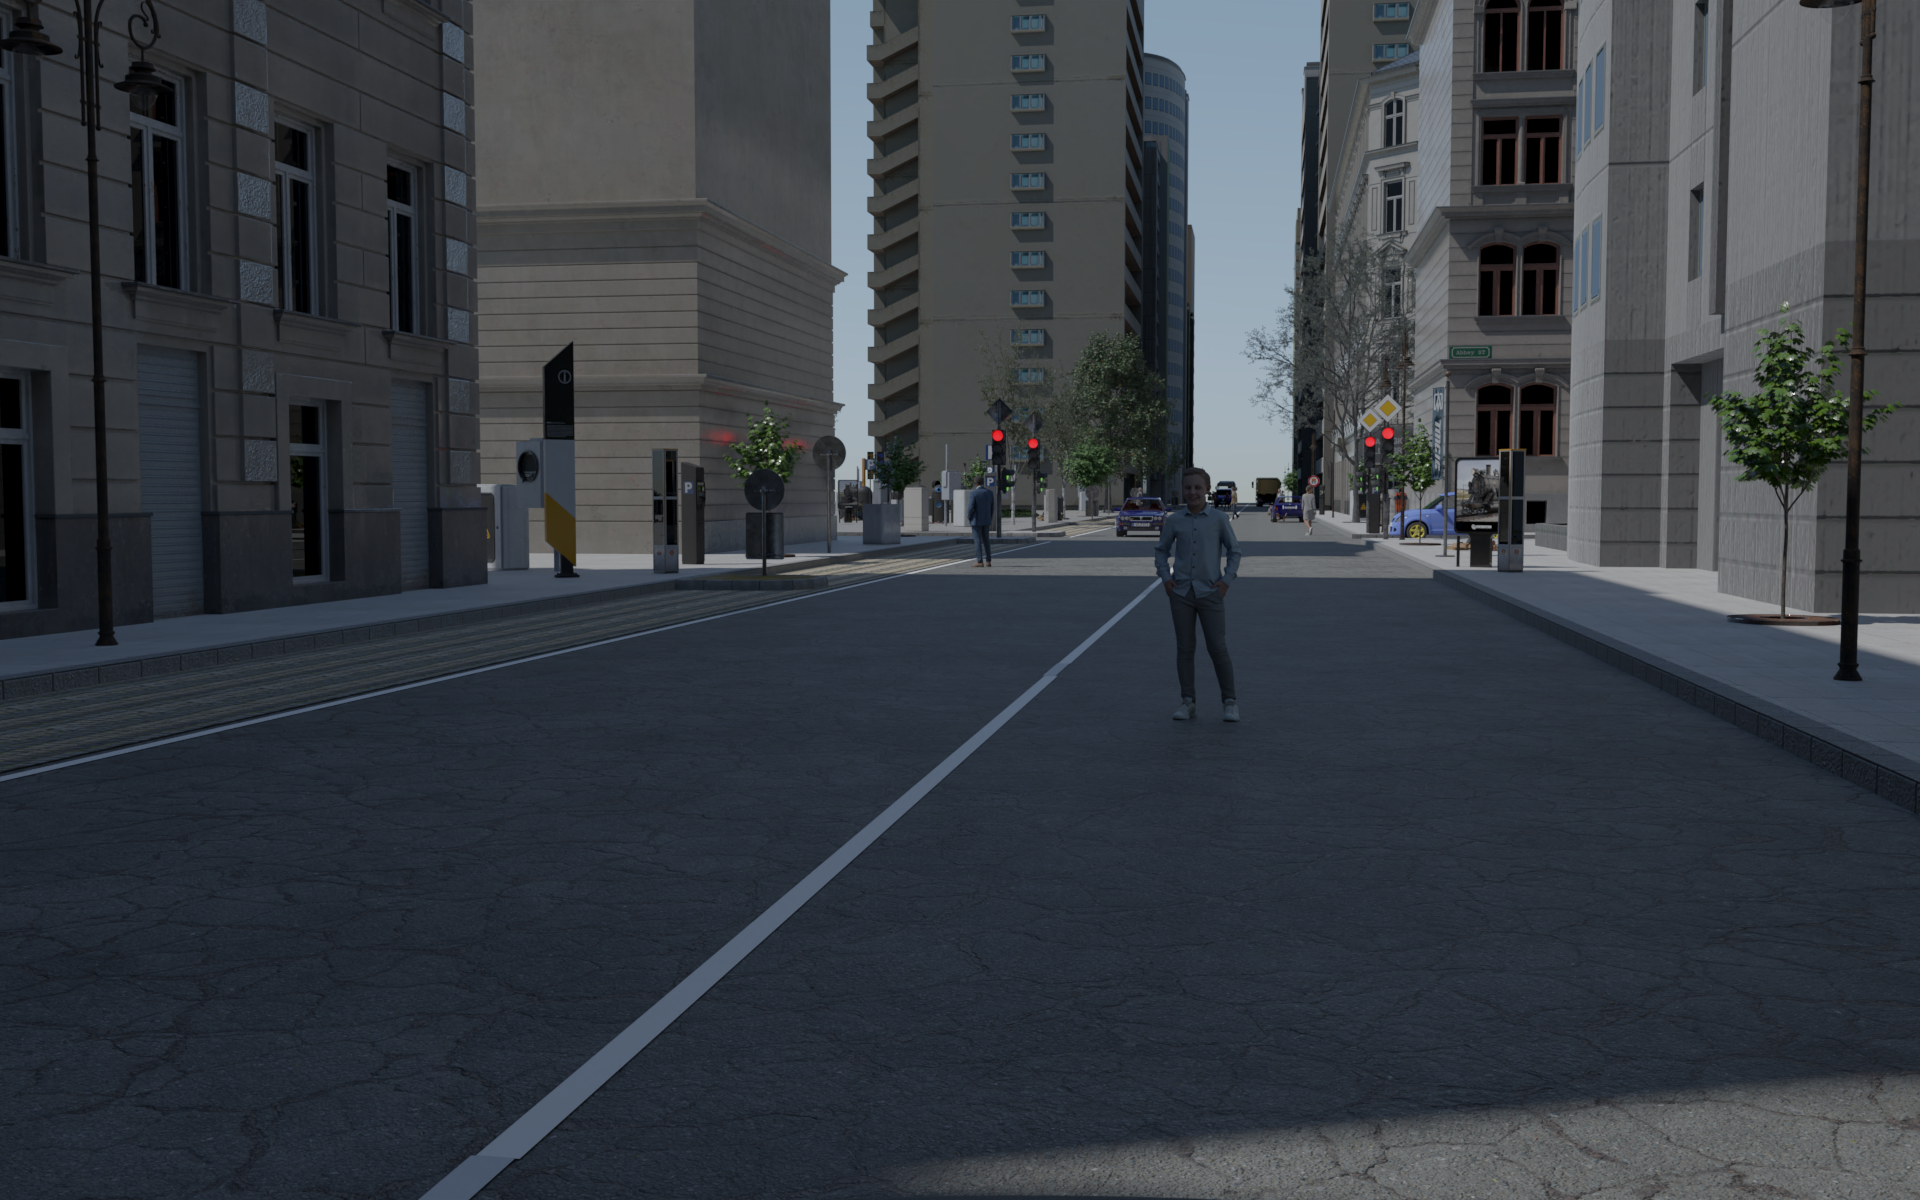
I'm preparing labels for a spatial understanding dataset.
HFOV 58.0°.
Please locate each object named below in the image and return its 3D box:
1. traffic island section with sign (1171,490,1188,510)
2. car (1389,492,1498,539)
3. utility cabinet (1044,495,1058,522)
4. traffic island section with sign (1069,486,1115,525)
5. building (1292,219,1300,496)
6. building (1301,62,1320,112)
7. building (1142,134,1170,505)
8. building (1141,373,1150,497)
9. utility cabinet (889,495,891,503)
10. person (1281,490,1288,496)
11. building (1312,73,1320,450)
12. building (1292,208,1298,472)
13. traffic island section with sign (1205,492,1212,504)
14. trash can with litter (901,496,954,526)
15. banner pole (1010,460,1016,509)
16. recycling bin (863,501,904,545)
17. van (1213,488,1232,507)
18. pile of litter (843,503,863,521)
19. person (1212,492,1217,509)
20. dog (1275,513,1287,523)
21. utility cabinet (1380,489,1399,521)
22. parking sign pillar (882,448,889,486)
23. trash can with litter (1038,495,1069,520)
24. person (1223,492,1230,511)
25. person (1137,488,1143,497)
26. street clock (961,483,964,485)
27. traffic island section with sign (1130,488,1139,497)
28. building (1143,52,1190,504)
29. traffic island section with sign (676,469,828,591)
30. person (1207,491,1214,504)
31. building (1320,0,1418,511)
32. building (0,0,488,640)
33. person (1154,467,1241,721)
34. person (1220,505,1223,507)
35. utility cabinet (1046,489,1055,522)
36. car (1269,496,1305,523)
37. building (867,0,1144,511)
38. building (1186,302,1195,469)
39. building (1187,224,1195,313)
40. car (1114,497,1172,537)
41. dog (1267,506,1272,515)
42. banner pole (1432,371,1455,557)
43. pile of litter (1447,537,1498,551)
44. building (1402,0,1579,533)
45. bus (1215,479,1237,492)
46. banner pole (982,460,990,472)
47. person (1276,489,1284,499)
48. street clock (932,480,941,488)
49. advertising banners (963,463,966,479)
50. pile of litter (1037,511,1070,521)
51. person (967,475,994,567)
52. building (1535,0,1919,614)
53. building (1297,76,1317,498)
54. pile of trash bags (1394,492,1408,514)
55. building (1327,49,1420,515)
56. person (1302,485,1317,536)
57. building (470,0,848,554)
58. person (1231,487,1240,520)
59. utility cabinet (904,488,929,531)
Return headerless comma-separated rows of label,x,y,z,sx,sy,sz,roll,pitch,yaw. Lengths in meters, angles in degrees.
traffic island section with sign,19.579,-9.088,157.219,1.989,1.847,2.006,1,4,10
car,14.967,-2.637,52.709,3.694,1.707,1.945,1,4,9
utility cabinet,4.193,-4.198,79.798,0.306,1.237,1.020,-1,4,-19
traffic island section with sign,6.113,-4.340,79.589,1.989,1.847,2.006,1,4,10
building,56.878,-35.137,258.090,14.154,41.232,14.086,1,4,10
building,57.037,-42.453,236.112,21.231,58.520,28.212,1,4,10
building,15.828,-31.152,192.937,14.154,41.232,14.086,1,4,10
building,8.020,-52.440,170.068,22.319,86.520,31.000,1,4,10
utility cabinet,-5.187,-6.439,116.433,1.020,1.237,0.306,-1,4,-9
person,29.259,-9.015,156.431,0.750,1.759,0.617,-1,4,-12
building,45.249,-31.231,165.253,22.147,44.769,28.867,1,4,10
building,63.917,-39.818,274.725,21.300,48.544,21.600,1,4,10
traffic island section with sign,38.284,-15.690,265.152,1.989,1.847,2.006,1,4,10
trash can with litter,-1.140,-3.891,74.667,1.678,1.210,2.233,-3,5,-40
banner pole,3.846,-8.310,125.885,0.401,3.779,0.863,-2,4,-31
recycling bin,-2.005,-1.944,44.346,0.722,1.027,0.722,3,5,40
van,28.855,-11.293,189.030,2.240,2.365,5.245,1,4,12
pile of litter,-5.175,-4.251,83.472,1.176,0.858,1.719,2,4,27
person,21.232,-8.219,144.344,0.415,1.643,0.593,-1,4,-17
dog,15.700,-3.999,84.679,0.406,0.507,0.540,2,4,31
utility cabinet,20.308,-4.509,82.404,0.318,1.500,1.173,-3,4,-37
parking sign pillar,-4.409,-6.950,102.106,1.447,3.967,1.447,0,4,-3
trash can with litter,4.632,-4.619,86.574,2.233,1.210,1.678,-3,5,-44
person,22.497,-8.329,146.153,0.593,1.643,0.415,-1,4,-9
person,9.980,-5.287,95.338,0.834,1.777,0.661,1,4,12
street clock,0.118,-7.452,126.413,0.358,2.002,0.471,-2,4,-33
traffic island section with sign,10.897,-6.027,107.176,1.989,1.847,2.006,1,4,10
building,19.183,-42.147,231.100,21.231,58.520,28.212,1,4,10
traffic island section with sign,-3.099,-1.093,26.498,1.989,1.847,2.006,1,4,10
person,29.737,-11.926,203.486,1.348,1.824,0.705,1,4,16
building,40.237,-31.605,140.443,21.300,48.544,21.600,1,4,10
building,-14.377,-13.195,12.998,12.463,27.353,25.104,1,4,10
person,1.510,-0.045,11.044,0.589,1.601,0.330,2,4,25
person,29.183,-11.278,193.608,0.721,1.735,1.217,3,5,44
utility cabinet,4.055,-4.238,77.962,0.318,1.500,1.173,0,4,-3
car,16.783,-4.646,88.544,1.945,1.354,3.894,1,4,8
building,3.954,-31.901,145.288,21.300,48.544,21.600,1,4,10
building,28.641,-30.243,266.172,14.160,30.474,14.107,1,4,10
building,30.573,-38.508,279.723,14.600,45.320,14.200,1,4,10
car,6.241,-2.837,58.972,1.945,1.354,3.894,0,4,8
dog,20.942,-6.156,117.491,0.800,0.831,0.513,0,4,-8
banner pole,9.883,-2.787,35.577,0.401,3.779,0.863,-1,4,-12
pile of litter,11.776,-1.560,39.477,1.176,0.858,1.719,0,4,-5
building,28.208,-16.771,61.589,23.554,28.519,14.401,1,4,10
bus,36.432,-14.794,236.739,2.948,3.499,13.247,1,4,9
banner pole,1.705,-7.673,115.462,0.863,3.779,0.401,0,4,-8
person,21.072,-6.445,114.270,0.834,1.777,0.661,-3,5,-44
street clock,-1.252,-5.348,92.003,0.358,2.002,0.471,3,5,43
advertising banners,0.470,-6.249,98.362,0.090,3.025,2.074,1,4,16
pile of litter,4.862,-4.578,88.811,1.719,0.858,1.176,0,4,6
person,0.426,-1.548,33.991,0.721,1.800,0.419,-3,5,-41
building,21.930,-29.778,28.872,21.231,58.520,28.212,1,4,10
building,48.641,-34.732,191.565,21.300,48.544,21.600,1,4,10
pile of trash bags,21.027,-4.163,77.817,1.912,1.369,3.447,-3,5,-45
building,32.091,-20.206,106.781,17.030,29.872,44.131,1,4,10
person,12.032,-3.079,59.584,0.466,1.731,0.760,-1,4,-10
building,-20.998,-13.851,45.545,34.723,24.649,14.460,1,4,10
person,15.455,-5.456,97.618,0.836,1.842,0.656,-3,5,-42
utility cabinet,-1.492,-3.110,59.533,0.318,1.500,1.173,-2,4,-33
